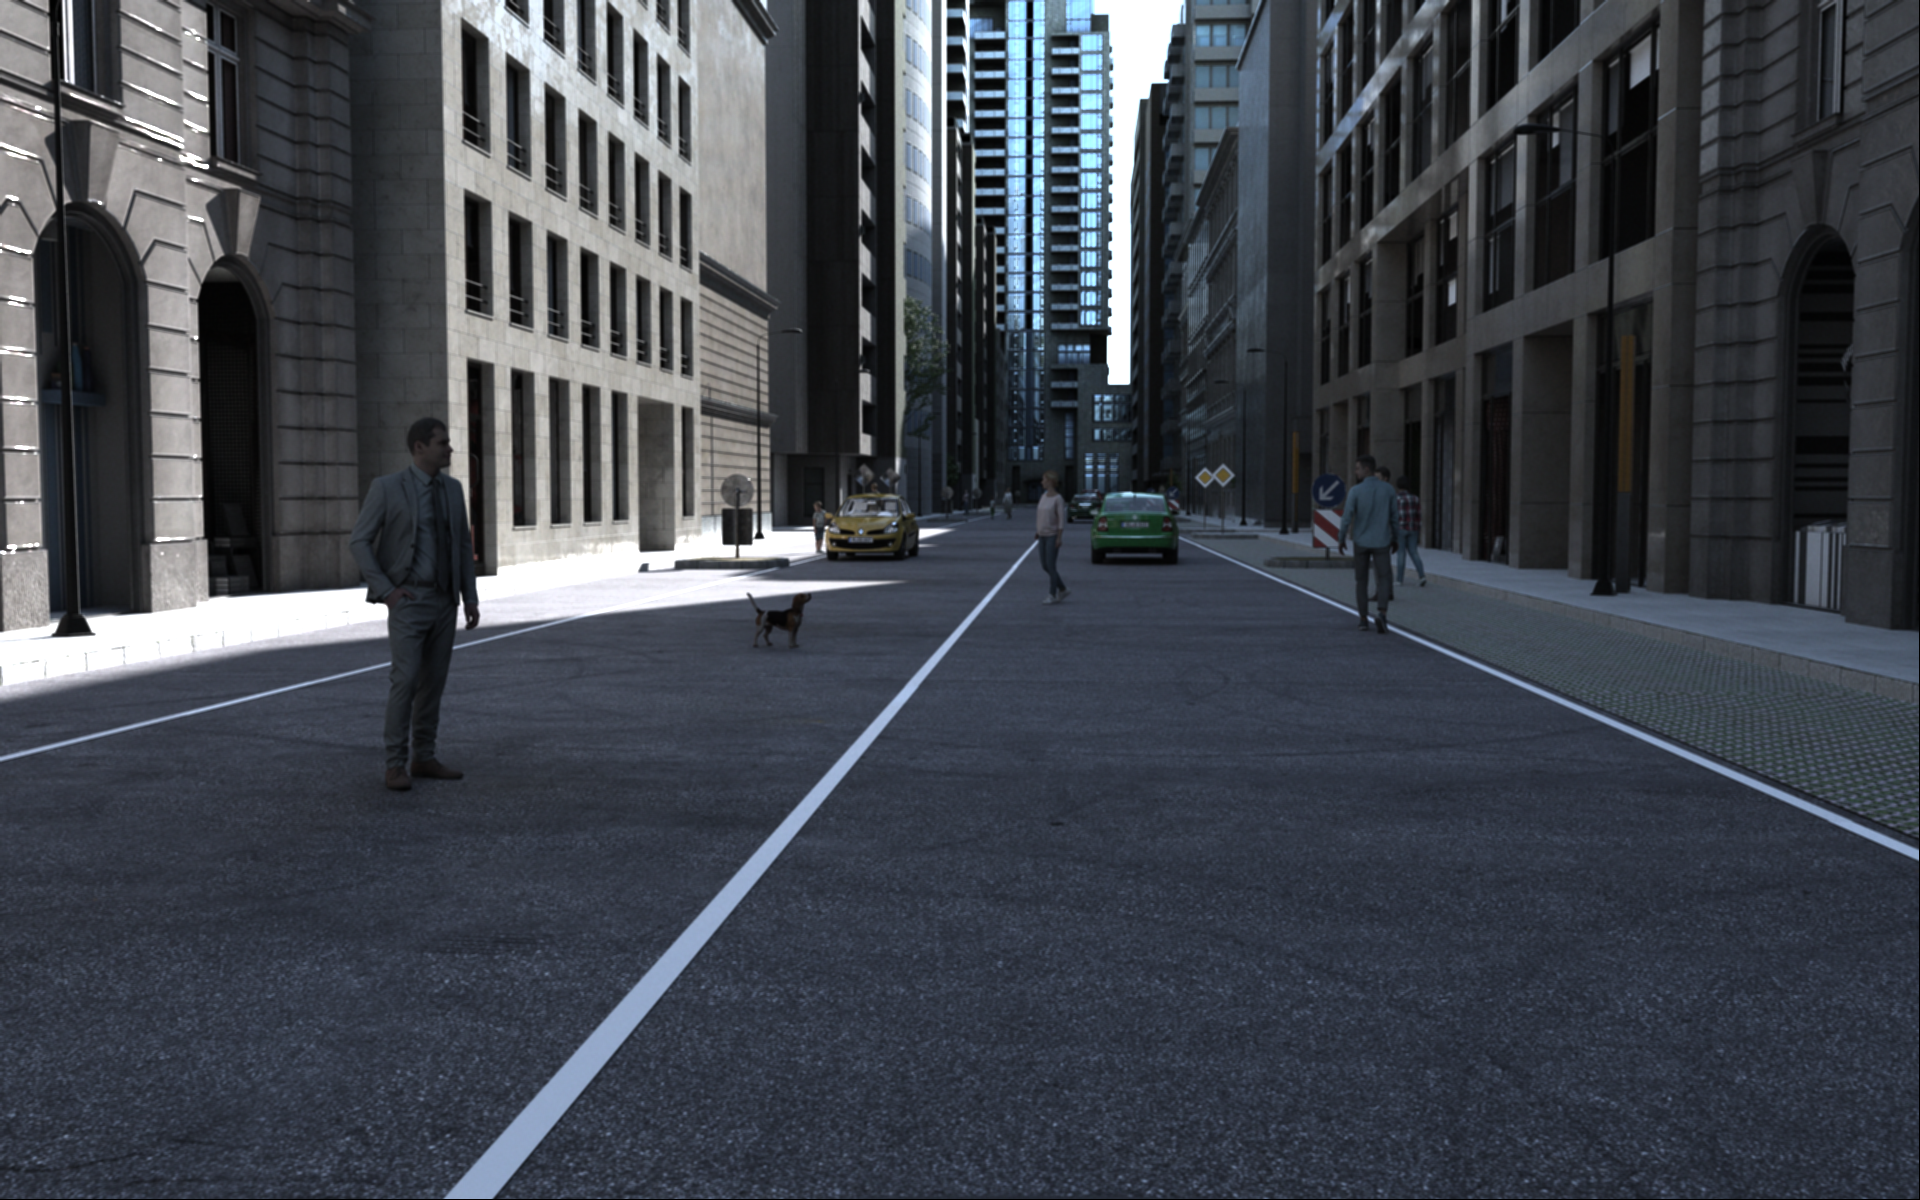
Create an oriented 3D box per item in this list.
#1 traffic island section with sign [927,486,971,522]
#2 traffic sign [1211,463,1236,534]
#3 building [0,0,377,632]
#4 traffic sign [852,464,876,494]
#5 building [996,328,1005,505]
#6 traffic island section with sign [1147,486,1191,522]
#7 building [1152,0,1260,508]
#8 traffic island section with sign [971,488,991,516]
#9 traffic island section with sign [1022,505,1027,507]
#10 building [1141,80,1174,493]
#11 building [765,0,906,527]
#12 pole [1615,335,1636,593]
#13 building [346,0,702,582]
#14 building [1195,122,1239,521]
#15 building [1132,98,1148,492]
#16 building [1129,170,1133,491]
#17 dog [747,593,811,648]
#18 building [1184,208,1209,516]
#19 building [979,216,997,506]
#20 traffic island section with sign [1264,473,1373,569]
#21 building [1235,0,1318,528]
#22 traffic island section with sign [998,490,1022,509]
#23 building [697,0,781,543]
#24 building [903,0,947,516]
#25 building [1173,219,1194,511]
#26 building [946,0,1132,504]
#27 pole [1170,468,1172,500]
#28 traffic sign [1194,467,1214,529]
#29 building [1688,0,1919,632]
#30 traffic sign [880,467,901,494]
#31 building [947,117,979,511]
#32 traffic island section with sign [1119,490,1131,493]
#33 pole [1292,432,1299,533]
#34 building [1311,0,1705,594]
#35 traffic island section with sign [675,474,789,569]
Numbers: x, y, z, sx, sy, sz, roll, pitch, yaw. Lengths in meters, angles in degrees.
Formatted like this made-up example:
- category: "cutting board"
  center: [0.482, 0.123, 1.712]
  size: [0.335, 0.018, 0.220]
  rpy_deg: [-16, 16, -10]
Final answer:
- category: "traffic island section with sign"
  center: [-0.619, -4.943, 89.449]
  size: [1.989, 1.847, 2.006]
  rpy_deg: [0, 4, 4]
- category: "traffic sign"
  center: [8.512, -3.207, 56.080]
  size: [0.795, 2.450, 0.064]
  rpy_deg: [0, 4, 4]
- category: "building"
  center: [-14.968, -10.428, 12.302]
  size: [13.314, 21.916, 24.055]
  rpy_deg: [0, 4, 4]
- category: "traffic sign"
  center: [-3.154, -3.257, 56.896]
  size: [0.795, 2.450, 0.064]
  rpy_deg: [0, 4, 4]
- category: "building"
  center: [-9.740, -21.953, 203.970]
  size: [28.899, 21.520, 27.650]
  rpy_deg: [0, 4, 4]
- category: "traffic island section with sign"
  center: [10.759, -4.895, 88.664]
  size: [1.989, 1.847, 2.006]
  rpy_deg: [0, 4, 4]
- category: "building"
  center: [30.467, -33.186, 162.192]
  size: [23.786, 49.044, 30.456]
  rpy_deg: [0, 4, 4]
- category: "traffic island section with sign"
  center: [1.219, -6.594, 116.442]
  size: [1.989, 1.847, 2.006]
  rpy_deg: [0, 4, 4]
- category: "traffic island section with sign"
  center: [6.525, -11.330, 193.868]
  size: [1.989, 1.847, 2.006]
  rpy_deg: [0, 4, 4]
- category: "building"
  center: [26.930, -32.726, 185.178]
  size: [14.600, 45.320, 14.200]
  rpy_deg: [0, 4, 4]
- category: "building"
  center: [-9.915, -18.371, 72.061]
  size: [14.160, 30.474, 14.107]
  rpy_deg: [0, 4, 4]
- category: "pole"
  center: [8.600, -1.745, 22.372]
  size: [0.158, 3.312, 0.155]
  rpy_deg: [0, 3, 0]
- category: "building"
  center: [-11.992, -10.918, 33.266]
  size: [10.420, 20.320, 16.860]
  rpy_deg: [0, 4, 4]
- category: "building"
  center: [18.698, -15.526, 90.004]
  size: [11.583, 22.565, 21.152]
  rpy_deg: [0, 4, 4]
- category: "building"
  center: [31.227, -35.412, 202.695]
  size: [21.300, 48.544, 21.600]
  rpy_deg: [0, 4, 4]
- category: "building"
  center: [29.707, -35.406, 229.001]
  size: [14.200, 45.320, 14.600]
  rpy_deg: [0, 4, 4]
- category: "dog"
  center: [-1.698, 0.185, 16.266]
  size: [0.540, 0.507, 0.406]
  rpy_deg: [-1, 4, -17]
- category: "building"
  center: [19.612, -15.936, 109.709]
  size: [9.793, 20.994, 18.267]
  rpy_deg: [0, 4, 4]
- category: "building"
  center: [-3.548, -24.932, 179.336]
  size: [14.160, 30.474, 14.107]
  rpy_deg: [0, 4, 4]
- category: "traffic island section with sign"
  center: [7.032, -1.555, 34.057]
  size: [1.989, 1.847, 2.006]
  rpy_deg: [0, 4, 4]
- category: "building"
  center: [26.708, -15.281, 68.904]
  size: [30.058, 24.678, 14.314]
  rpy_deg: [0, 4, 4]
- category: "traffic island section with sign"
  center: [4.683, -9.685, 166.976]
  size: [1.989, 1.847, 2.006]
  rpy_deg: [0, 4, 4]
- category: "building"
  center: [-23.284, -14.179, 50.917]
  size: [34.723, 24.649, 14.460]
  rpy_deg: [0, 4, 4]
- category: "building"
  center: [-12.330, -34.347, 103.581]
  size: [21.231, 58.520, 28.212]
  rpy_deg: [0, 4, 4]
- category: "building"
  center: [21.869, -18.331, 128.592]
  size: [11.050, 23.489, 19.941]
  rpy_deg: [0, 4, 4]
- category: "building"
  center: [7.370, -56.250, 232.352]
  size: [31.000, 86.520, 22.319]
  rpy_deg: [0, 4, 4]
- category: "pole"
  center: [16.665, -8.733, 136.622]
  size: [0.158, 3.312, 0.155]
  rpy_deg: [0, 3, 0]
- category: "traffic sign"
  center: [9.057, -3.694, 64.047]
  size: [0.795, 2.450, 0.064]
  rpy_deg: [0, 4, 4]
- category: "building"
  center: [14.214, -10.238, 9.199]
  size: [13.314, 21.916, 24.055]
  rpy_deg: [0, 4, 4]
- category: "traffic sign"
  center: [-2.609, -3.744, 64.862]
  size: [0.795, 2.450, 0.064]
  rpy_deg: [0, 4, 4]
- category: "building"
  center: [-6.205, -22.110, 133.192]
  size: [14.160, 30.474, 14.107]
  rpy_deg: [0, 4, 4]
- category: "traffic island section with sign"
  center: [17.874, -11.248, 192.533]
  size: [1.989, 1.847, 2.006]
  rpy_deg: [0, 4, 4]
- category: "pole"
  center: [11.008, -3.852, 56.824]
  size: [0.158, 3.312, 0.155]
  rpy_deg: [0, 3, 0]
- category: "building"
  center: [19.811, -14.268, 37.795]
  size: [19.350, 26.468, 34.151]
  rpy_deg: [0, 4, 4]
- category: "traffic island section with sign"
  center: [-4.412, -1.551, 33.988]
  size: [1.989, 1.847, 2.006]
  rpy_deg: [0, 4, 4]
